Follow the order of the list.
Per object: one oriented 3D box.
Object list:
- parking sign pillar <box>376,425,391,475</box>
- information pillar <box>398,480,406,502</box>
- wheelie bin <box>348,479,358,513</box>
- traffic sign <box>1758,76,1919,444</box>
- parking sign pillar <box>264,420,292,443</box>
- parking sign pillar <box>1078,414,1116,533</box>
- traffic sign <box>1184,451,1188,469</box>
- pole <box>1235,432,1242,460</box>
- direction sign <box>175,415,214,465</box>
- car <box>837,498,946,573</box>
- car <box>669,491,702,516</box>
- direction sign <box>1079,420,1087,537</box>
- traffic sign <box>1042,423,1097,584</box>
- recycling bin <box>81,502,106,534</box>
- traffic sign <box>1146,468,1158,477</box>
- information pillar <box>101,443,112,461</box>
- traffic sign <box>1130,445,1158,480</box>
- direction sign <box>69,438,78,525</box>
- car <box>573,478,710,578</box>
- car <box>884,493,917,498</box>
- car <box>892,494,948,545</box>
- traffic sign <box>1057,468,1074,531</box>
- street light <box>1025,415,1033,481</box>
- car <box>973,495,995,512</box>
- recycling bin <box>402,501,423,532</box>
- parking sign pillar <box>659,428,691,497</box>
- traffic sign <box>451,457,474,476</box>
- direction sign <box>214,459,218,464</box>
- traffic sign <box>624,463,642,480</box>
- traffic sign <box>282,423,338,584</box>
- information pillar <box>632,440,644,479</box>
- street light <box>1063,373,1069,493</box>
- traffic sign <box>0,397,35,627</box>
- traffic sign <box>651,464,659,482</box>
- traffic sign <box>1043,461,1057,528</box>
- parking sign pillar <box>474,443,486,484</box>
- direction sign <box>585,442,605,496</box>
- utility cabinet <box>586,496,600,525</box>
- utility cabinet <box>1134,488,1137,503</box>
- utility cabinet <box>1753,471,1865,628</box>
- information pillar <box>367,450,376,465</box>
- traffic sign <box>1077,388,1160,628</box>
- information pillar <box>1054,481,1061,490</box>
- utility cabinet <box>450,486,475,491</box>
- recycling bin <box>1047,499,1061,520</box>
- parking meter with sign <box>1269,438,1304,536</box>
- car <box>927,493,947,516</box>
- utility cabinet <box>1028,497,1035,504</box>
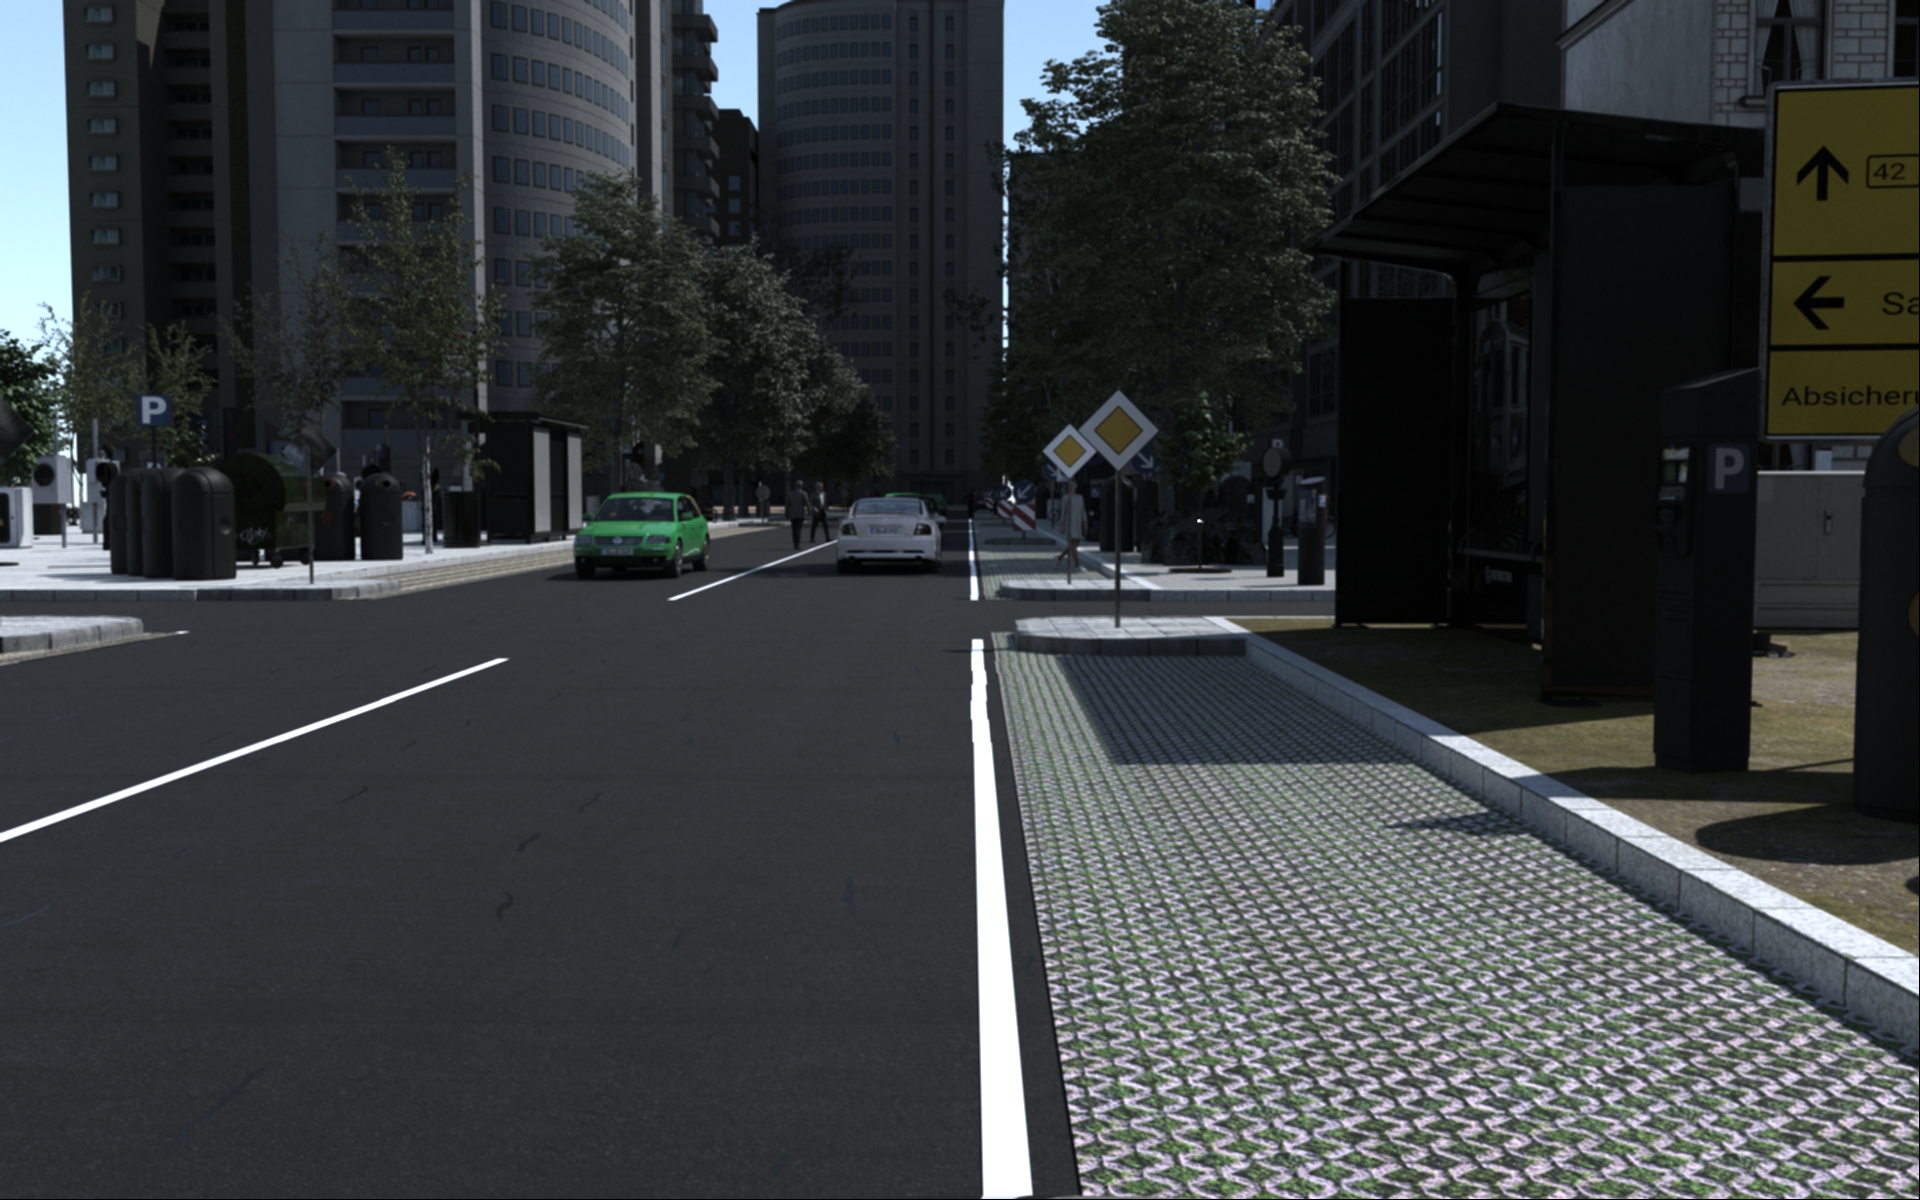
[{"bbox_3d":[-22.194,-4.788,66.757,1.447,3.967,1.447,-1,4,-22],"label":"parking sign pillar"},{"bbox_3d":[-30.075,-5.438,93.411,0.304,2.012,0.304,0,4,6],"label":"information pillar"},{"bbox_3d":[-13.303,-1.765,36.772,0.980,1.594,0.693,-2,4,-25],"label":"wheelie bin"},{"bbox_3d":[5.102,-0.895,8.498,2.265,3.308,0.079,1,4,9],"label":"traffic sign"},{"bbox_3d":[-24.740,-4.587,63.466,1.447,3.967,1.447,2,4,35],"label":"parking sign pillar"},{"bbox_3d":[4.597,-4.239,57.775,1.447,3.967,1.447,2,4,30],"label":"parking sign pillar"},{"bbox_3d":[5.998,-2.770,45.394,0.768,2.556,0.104,0,4,7],"label":"traffic sign"},{"bbox_3d":[9.076,-3.835,56.540,0.158,3.312,0.155,0,3,0],"label":"pole"},{"bbox_3d":[-22.131,-3.547,49.991,0.876,3.537,0.379,-2,4,-28],"label":"direction sign"},{"bbox_3d":[-1.309,-1.258,32.938,2.083,1.381,4.827,0,4,0],"label":"car"},{"bbox_3d":[-6.743,-1.753,38.893,2.015,1.641,3.980,0,4,0],"label":"car"},{"bbox_3d":[3.637,-3.644,51.578,0.379,3.537,0.876,1,4,17],"label":"direction sign"},{"bbox_3d":[1.550,-1.280,24.567,0.795,2.450,0.064,0,4,0],"label":"traffic sign"},{"bbox_3d":[-28.184,-2.686,56.469,0.722,1.027,0.722,-1,4,-17],"label":"recycling bin"},{"bbox_3d":[6.426,-3.539,57.974,0.768,2.556,0.104,0,4,4],"label":"traffic sign"},{"bbox_3d":[-39.544,-5.441,80.310,0.183,3.616,0.504,2,4,32],"label":"information pillar"},{"bbox_3d":[4.796,-2.745,44.987,0.768,2.556,0.104,0,4,4],"label":"traffic sign"},{"bbox_3d":[-36.264,-4.817,70.752,0.379,3.537,0.876,-2,4,-28],"label":"direction sign"},{"bbox_3d":[-5.635,-1.356,30.975,1.959,1.807,4.718,0,4,1],"label":"car"},{"bbox_3d":[-1.982,-3.210,61.280,1.959,1.807,4.718,0,4,0],"label":"car"},{"bbox_3d":[-1.346,-2.452,49.878,2.009,1.686,4.222,0,4,-1],"label":"car"},{"bbox_3d":[3.612,-3.502,59.395,0.606,2.300,0.079,1,4,10],"label":"traffic sign"},{"bbox_3d":[3.954,-7.739,99.314,0.468,5.910,1.993,0,4,0],"label":"street light"},{"bbox_3d":[1.886,-7.594,136.738,1.945,1.354,3.894,0,4,-1],"label":"car"},{"bbox_3d":[-18.695,-2.851,59.166,0.722,1.027,0.722,1,4,16],"label":"recycling bin"},{"bbox_3d":[-11.634,-5.030,70.718,1.447,3.967,1.447,-3,5,-44],"label":"parking sign pillar"},{"bbox_3d":[-14.618,-3.127,51.128,0.884,2.594,0.081,1,4,9],"label":"traffic sign"},{"bbox_3d":[-42.726,-6.529,98.740,0.876,3.537,0.379,0,4,-4],"label":"direction sign"},{"bbox_3d":[-13.211,-4.275,69.997,0.768,2.556,0.104,1,4,8],"label":"traffic sign"},{"bbox_3d":[-9.244,-1.284,24.641,0.795,2.450,0.064,0,4,0],"label":"traffic sign"},{"bbox_3d":[-13.430,-4.958,72.426,0.504,3.616,0.183,0,4,-6],"label":"information pillar"},{"bbox_3d":[3.769,-5.367,60.532,0.468,5.910,1.993,0,4,0],"label":"street light"},{"bbox_3d":[-9.284,-0.796,16.656,0.795,2.450,0.064,0,4,0],"label":"traffic sign"},{"bbox_3d":[-12.601,-4.446,72.794,0.768,2.556,0.104,0,4,5],"label":"traffic sign"},{"bbox_3d":[3.518,-4.000,65.510,0.768,2.556,0.104,1,4,10],"label":"traffic sign"},{"bbox_3d":[-19.372,-5.077,71.484,1.447,3.967,1.447,-1,4,-10],"label":"parking sign pillar"},{"bbox_3d":[-15.824,-5.088,75.191,0.876,3.537,0.379,0,4,7],"label":"direction sign"},{"bbox_3d":[-12.857,-3.027,60.646,0.306,1.237,1.020,0,4,-2],"label":"utility cabinet"},{"bbox_3d":[6.984,-3.666,68.624,0.318,1.500,1.173,-1,4,-18],"label":"utility cabinet"},{"bbox_3d":[8.076,-0.474,16.437,1.173,1.500,0.318,0,4,6],"label":"utility cabinet"},{"bbox_3d":[-31.029,-6.121,91.425,0.504,3.616,0.183,1,4,17],"label":"information pillar"},{"bbox_3d":[1.510,-0.791,16.582,0.795,2.450,0.064,0,4,0],"label":"traffic sign"},{"bbox_3d":[5.393,-5.549,95.214,0.304,2.012,0.304,-3,5,-40],"label":"information pillar"},{"bbox_3d":[-13.935,-2.454,48.796,0.318,1.500,1.173,-3,5,-43],"label":"utility cabinet"},{"bbox_3d":[4.829,-4.551,86.955,0.722,1.027,0.722,2,4,26],"label":"recycling bin"},{"bbox_3d":[10.247,-3.498,53.454,0.543,3.016,1.738,-2,4,-25],"label":"parking meter with sign"},{"bbox_3d":[-1.833,-6.524,115.460,1.959,1.807,4.718,0,4,-2],"label":"car"},{"bbox_3d":[4.303,-5.357,96.273,0.318,1.500,1.173,3,5,43],"label":"utility cabinet"}]
